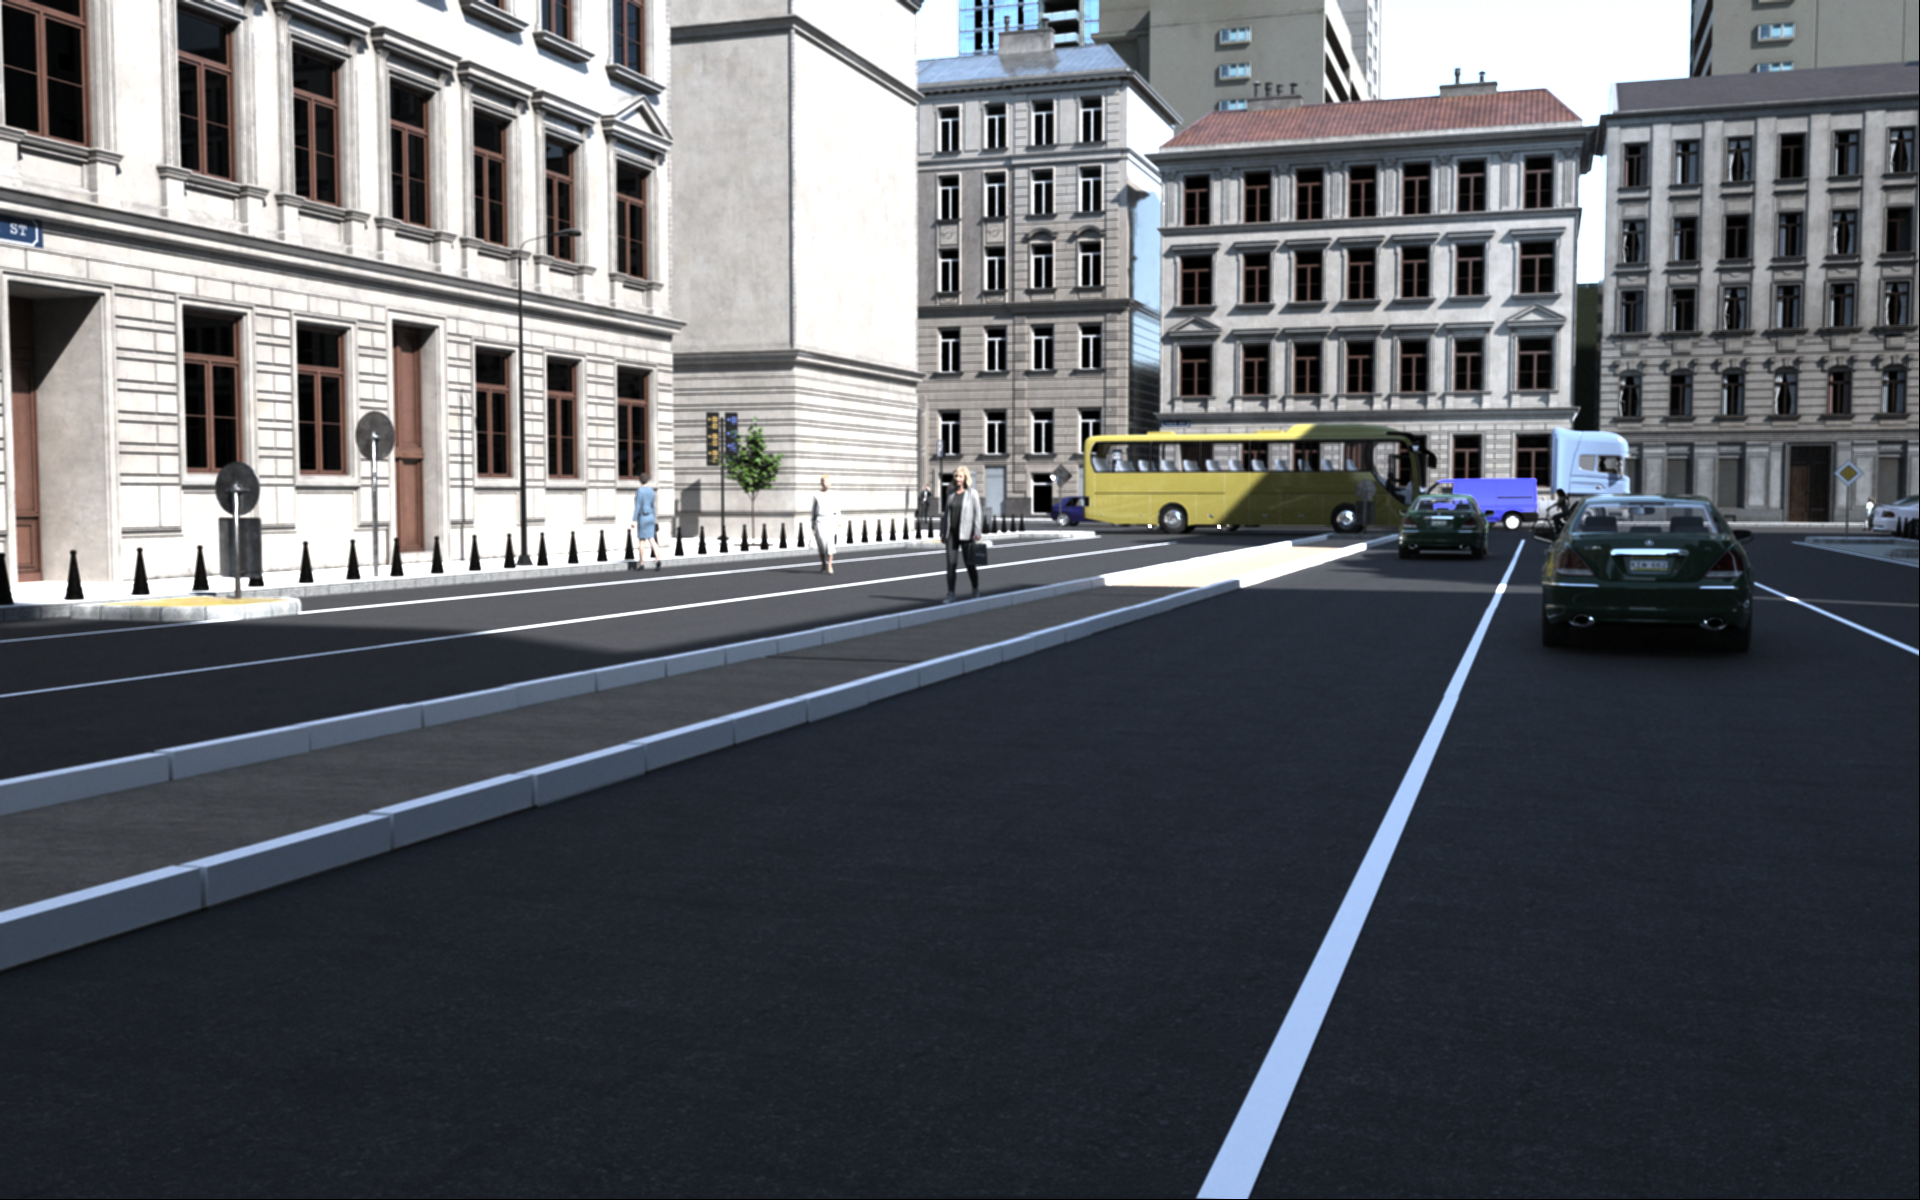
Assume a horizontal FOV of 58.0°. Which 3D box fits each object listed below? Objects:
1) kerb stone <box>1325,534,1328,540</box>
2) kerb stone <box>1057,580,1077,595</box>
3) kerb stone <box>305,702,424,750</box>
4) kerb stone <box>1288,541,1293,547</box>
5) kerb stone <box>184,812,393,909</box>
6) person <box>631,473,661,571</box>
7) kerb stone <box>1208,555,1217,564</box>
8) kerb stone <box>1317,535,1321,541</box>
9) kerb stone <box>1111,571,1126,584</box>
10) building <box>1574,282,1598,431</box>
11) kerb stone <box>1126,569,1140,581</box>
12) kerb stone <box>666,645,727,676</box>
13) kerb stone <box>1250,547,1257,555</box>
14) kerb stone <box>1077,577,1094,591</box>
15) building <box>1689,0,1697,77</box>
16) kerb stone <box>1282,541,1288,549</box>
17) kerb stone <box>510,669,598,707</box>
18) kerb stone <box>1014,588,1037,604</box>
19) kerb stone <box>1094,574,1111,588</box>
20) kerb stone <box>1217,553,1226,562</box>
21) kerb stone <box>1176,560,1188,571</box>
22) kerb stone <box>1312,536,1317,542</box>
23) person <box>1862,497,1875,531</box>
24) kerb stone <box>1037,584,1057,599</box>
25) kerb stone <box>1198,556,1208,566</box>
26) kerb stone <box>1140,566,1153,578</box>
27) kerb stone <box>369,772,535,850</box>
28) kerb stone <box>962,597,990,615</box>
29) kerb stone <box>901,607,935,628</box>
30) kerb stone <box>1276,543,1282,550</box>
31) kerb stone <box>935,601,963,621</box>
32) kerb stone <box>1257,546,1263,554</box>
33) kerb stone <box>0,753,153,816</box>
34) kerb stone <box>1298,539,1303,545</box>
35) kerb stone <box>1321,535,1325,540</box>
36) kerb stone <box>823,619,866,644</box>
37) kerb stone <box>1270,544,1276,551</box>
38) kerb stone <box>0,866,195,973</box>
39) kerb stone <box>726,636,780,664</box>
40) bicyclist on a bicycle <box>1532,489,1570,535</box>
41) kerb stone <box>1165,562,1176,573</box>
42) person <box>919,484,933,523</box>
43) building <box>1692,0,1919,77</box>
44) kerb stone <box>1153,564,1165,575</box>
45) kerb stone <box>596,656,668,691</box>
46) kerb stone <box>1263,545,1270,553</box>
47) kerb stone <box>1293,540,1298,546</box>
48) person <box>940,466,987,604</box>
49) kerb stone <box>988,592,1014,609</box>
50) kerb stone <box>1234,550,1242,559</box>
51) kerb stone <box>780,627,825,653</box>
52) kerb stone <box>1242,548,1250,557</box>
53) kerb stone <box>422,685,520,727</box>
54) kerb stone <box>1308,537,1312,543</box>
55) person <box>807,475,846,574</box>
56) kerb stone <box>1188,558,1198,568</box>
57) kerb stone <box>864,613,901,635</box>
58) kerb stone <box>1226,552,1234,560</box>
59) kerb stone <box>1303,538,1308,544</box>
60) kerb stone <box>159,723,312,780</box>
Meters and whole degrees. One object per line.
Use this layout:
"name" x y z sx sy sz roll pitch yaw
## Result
"kerb stone" 11.304 -1.942 53.949 0.120 0.150 1.000 1 4 19
"kerb stone" 1.442 -0.154 24.717 0.120 0.150 1.000 1 4 19
"kerb stone" -3.495 0.741 10.088 0.120 0.150 1.000 1 4 19
"kerb stone" 8.676 -1.465 46.150 0.120 0.150 1.000 1 4 19
"kerb stone" -2.494 0.966 6.471 0.120 0.150 1.000 1 4 19
"person" -5.850 -1.454 32.301 0.581 1.822 0.654 -3 5 -40
"kerb stone" 5.059 -0.805 35.427 0.120 0.150 1.000 1 4 19
"kerb stone" 10.648 -1.823 52.004 0.120 0.150 1.000 1 4 19
"kerb stone" 2.429 -0.333 27.634 0.120 0.150 1.000 1 4 19
"building" 81.384 -28.505 237.759 14.107 30.474 14.160 1 4 19
"kerb stone" 2.755 -0.391 28.609 0.120 0.150 1.000 1 4 19
"kerb stone" -2.179 0.505 13.987 0.120 0.150 1.000 1 4 19
"kerb stone" 6.704 -1.108 40.306 0.120 0.150 1.000 1 4 19
"kerb stone" 1.765 -0.214 25.691 0.120 0.150 1.000 1 4 19
"building" 86.894 -45.660 184.787 20.563 71.187 20.611 1 4 19
"kerb stone" 8.348 -1.406 45.178 0.120 0.150 1.000 1 4 19
"kerb stone" -2.846 0.621 12.035 0.120 0.150 1.000 1 4 19
"kerb stone" 0.779 -0.034 22.754 0.120 0.150 1.000 1 4 19
"kerb stone" 2.104 -0.272 26.660 0.120 0.150 1.000 1 4 19
"kerb stone" 5.390 -0.869 36.398 0.120 0.150 1.000 1 4 19
"kerb stone" 4.072 -0.625 32.512 0.120 0.150 1.000 1 4 19
"kerb stone" 10.322 -1.762 51.031 0.120 0.150 1.000 1 4 19
"person" 35.454 -3.353 67.601 0.425 1.301 0.394 -3 5 -42
"kerb stone" 1.105 -0.092 23.737 0.120 0.150 1.000 1 4 19
"kerb stone" 4.728 -0.750 34.456 0.120 0.150 1.000 1 4 19
"kerb stone" 3.091 -0.449 29.588 0.120 0.150 1.000 1 4 19
"kerb stone" -2.171 0.902 7.450 0.120 0.150 1.000 1 4 19
"kerb stone" 0.119 0.085 20.801 0.120 0.150 1.000 1 4 19
"kerb stone" -0.528 0.204 18.854 0.120 0.150 1.000 1 4 19
"kerb stone" 8.014 -1.345 44.208 0.120 0.150 1.000 1 4 19
"kerb stone" -0.206 0.147 19.828 0.120 0.150 1.000 1 4 19
"kerb stone" 7.031 -1.165 41.280 0.120 0.150 1.000 1 4 19
"kerb stone" -4.144 0.866 8.142 0.120 0.150 1.000 1 4 19
"kerb stone" 9.336 -1.584 48.094 0.120 0.150 1.000 1 4 19
"kerb stone" 10.976 -1.883 52.976 0.120 0.150 1.000 1 4 19
"kerb stone" -1.188 0.324 16.905 0.120 0.150 1.000 1 4 19
"kerb stone" 7.686 -1.280 43.236 0.120 0.150 1.000 1 4 19
"kerb stone" -2.826 1.023 5.500 0.120 0.150 1.000 1 4 19
"kerb stone" -1.844 0.444 14.961 0.120 0.150 1.000 1 4 19
"bicyclist on a bicycle" 19.591 -2.856 56.723 1.625 1.676 1.499 1 4 18
"kerb stone" 3.734 -0.571 31.541 0.120 0.150 1.000 1 4 19
"person" -1.659 -4.707 84.823 0.648 1.900 0.474 -2 4 -25
"building" 73.211 -31.873 144.830 21.300 48.544 21.600 1 4 19
"kerb stone" 3.412 -0.510 30.563 0.120 0.150 1.000 1 4 19
"kerb stone" -2.509 0.562 13.004 0.120 0.150 1.000 1 4 19
"kerb stone" 7.367 -1.222 42.250 0.120 0.150 1.000 1 4 19
"kerb stone" 9.003 -1.524 47.124 0.120 0.150 1.000 1 4 19
"person" 0.095 -0.858 22.713 0.709 1.800 0.728 2 4 30
"kerb stone" 0.444 0.026 21.774 0.120 0.150 1.000 1 4 19
"kerb stone" 6.046 -0.984 38.352 0.120 0.150 1.000 1 4 19
"kerb stone" -1.518 0.388 15.934 0.120 0.150 1.000 1 4 19
"kerb stone" 6.379 -1.048 39.327 0.120 0.150 1.000 1 4 19
"kerb stone" -3.159 0.684 11.058 0.120 0.150 1.000 1 4 19
"kerb stone" 9.989 -1.700 50.050 0.120 0.150 1.000 1 4 19
"person" -2.385 -1.370 31.247 0.694 1.780 0.624 1 4 13
"kerb stone" 4.403 -0.679 33.484 0.120 0.150 1.000 1 4 19
"kerb stone" -0.868 0.264 17.880 0.120 0.150 1.000 1 4 19
"kerb stone" 5.711 -0.927 37.373 0.120 0.150 1.000 1 4 19
"kerb stone" 9.651 -1.643 49.078 0.120 0.150 1.000 1 4 19
"kerb stone" -3.810 0.800 9.112 0.120 0.150 1.000 1 4 19
